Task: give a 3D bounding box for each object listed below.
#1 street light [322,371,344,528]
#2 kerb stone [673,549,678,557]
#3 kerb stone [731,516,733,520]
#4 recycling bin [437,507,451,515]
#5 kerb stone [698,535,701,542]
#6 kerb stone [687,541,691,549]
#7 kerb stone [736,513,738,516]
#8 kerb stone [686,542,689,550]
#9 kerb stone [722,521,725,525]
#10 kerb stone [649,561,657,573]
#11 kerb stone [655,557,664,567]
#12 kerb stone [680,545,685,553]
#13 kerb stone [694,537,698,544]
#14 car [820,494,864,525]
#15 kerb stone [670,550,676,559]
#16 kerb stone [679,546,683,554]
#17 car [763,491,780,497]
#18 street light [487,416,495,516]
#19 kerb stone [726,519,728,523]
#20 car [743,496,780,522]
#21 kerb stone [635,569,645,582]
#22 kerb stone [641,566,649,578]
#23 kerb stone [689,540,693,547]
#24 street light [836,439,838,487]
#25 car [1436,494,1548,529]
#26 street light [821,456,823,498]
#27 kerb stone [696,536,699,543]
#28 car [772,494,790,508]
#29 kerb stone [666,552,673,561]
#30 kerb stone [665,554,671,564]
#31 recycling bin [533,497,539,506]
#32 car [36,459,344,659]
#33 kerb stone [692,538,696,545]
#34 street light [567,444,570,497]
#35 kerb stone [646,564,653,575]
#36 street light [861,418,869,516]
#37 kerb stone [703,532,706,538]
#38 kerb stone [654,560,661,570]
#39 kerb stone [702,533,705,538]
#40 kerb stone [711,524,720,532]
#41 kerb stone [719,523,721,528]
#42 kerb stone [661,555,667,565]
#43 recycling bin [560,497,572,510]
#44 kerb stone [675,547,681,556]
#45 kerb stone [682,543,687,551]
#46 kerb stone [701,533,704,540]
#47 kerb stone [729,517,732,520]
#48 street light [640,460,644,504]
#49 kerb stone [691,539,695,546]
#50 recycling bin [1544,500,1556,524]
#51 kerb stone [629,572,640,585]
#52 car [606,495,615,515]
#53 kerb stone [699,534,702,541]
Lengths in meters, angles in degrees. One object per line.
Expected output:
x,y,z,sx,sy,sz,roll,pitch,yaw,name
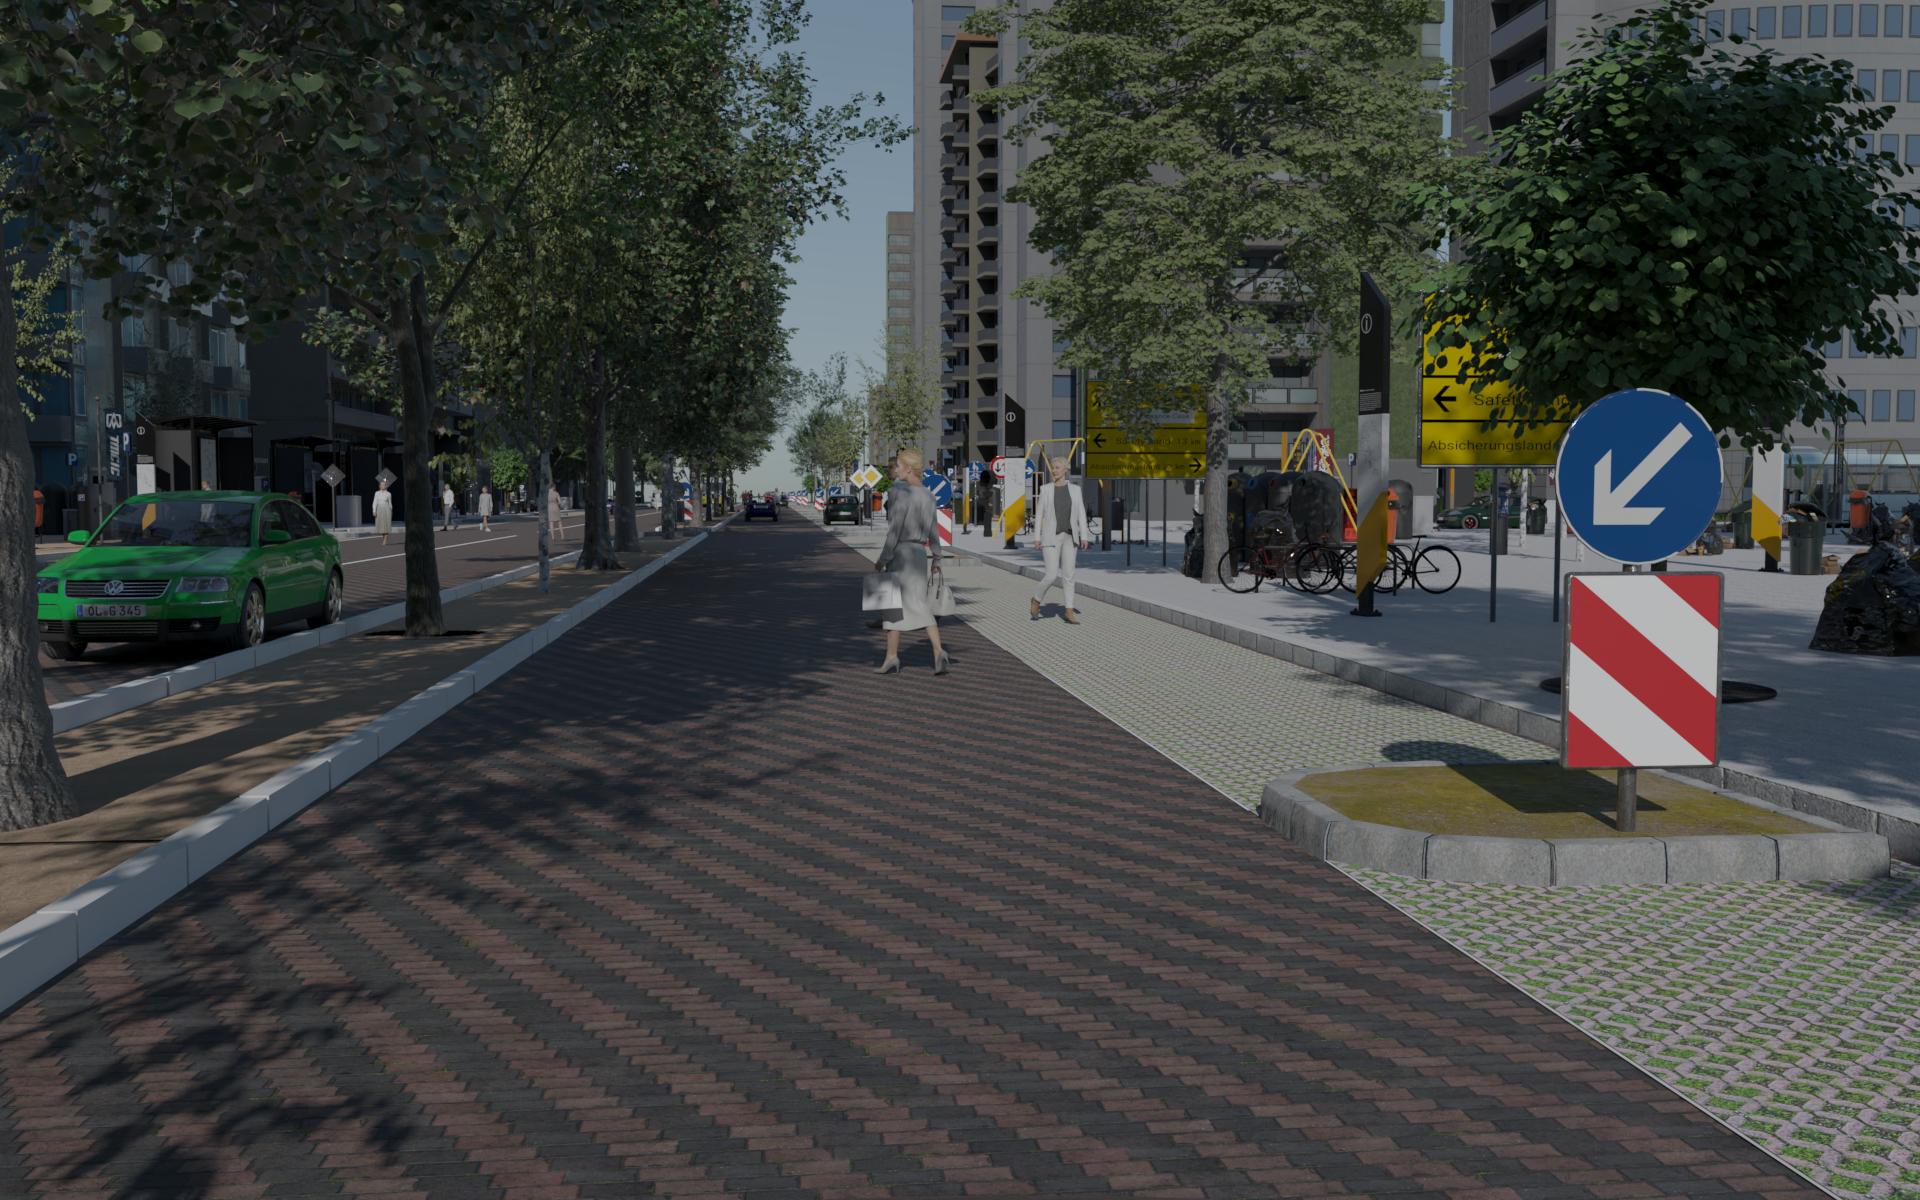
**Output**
-23.604,-5.660,65.328,0.468,5.910,1.993,0,4,-6,street light
-6.395,-0.992,38.415,0.120,0.150,1.000,0,4,-6,kerb stone
-12.143,-4.197,90.921,0.120,0.150,1.000,0,4,-6,kerb stone
-31.730,-5.748,106.535,0.722,1.027,0.722,-2,4,-29,recycling bin
-7.732,-1.740,50.644,0.120,0.150,1.000,0,4,-6,kerb stone
-7.061,-1.366,44.528,0.120,0.150,1.000,0,4,-6,kerb stone
-13.594,-5.010,104.167,0.120,0.150,1.000,0,4,-6,kerb stone
-6.947,-1.303,43.507,0.120,0.150,1.000,0,4,-6,kerb stone
-10.460,-3.269,75.638,0.120,0.150,1.000,0,4,-6,kerb stone
-5.606,-0.556,31.288,0.120,0.150,1.000,0,4,-6,kerb stone
-5.843,-0.676,33.324,0.120,0.150,1.000,0,4,-6,kerb stone
-6.728,-1.172,41.468,0.120,0.150,1.000,0,4,-6,kerb stone
-7.505,-1.614,48.612,0.120,0.150,1.000,0,4,-6,kerb stone
-5.418,-4.295,80.004,2.009,1.686,4.222,0,4,-7,car
-6.283,-0.930,37.399,0.120,0.150,1.000,0,4,-6,kerb stone
-6.620,-1.112,40.448,0.120,0.150,1.000,0,4,-6,kerb stone
-22.063,-11.962,204.253,2.281,1.827,5.304,0,4,-8,car
-27.902,-7.985,103.335,0.468,5.910,1.993,0,4,-6,street light
-11.026,-3.581,80.741,0.120,0.150,1.000,0,4,-6,kerb stone
-10.496,-4.835,91.630,1.945,1.354,3.894,0,4,-5,car
-5.269,-0.368,28.214,0.120,0.150,1.000,0,4,-6,kerb stone
-5.389,-0.431,29.241,0.120,0.150,1.000,0,4,-6,kerb stone
-7.173,-1.423,45.551,0.120,0.150,1.000,0,4,-6,kerb stone
-10.074,-10.312,141.385,0.468,5.910,1.993,0,4,-6,street light
20.641,-3.509,67.153,4.222,1.686,2.009,0,4,-6,car
-14.284,-12.664,179.847,0.468,5.910,1.993,0,4,-6,street light
-7.622,-1.678,49.627,0.120,0.150,1.000,0,4,-6,kerb stone
-18.074,-10.017,173.561,2.009,1.686,4.222,0,4,-5,car
-6.167,-0.866,36.381,0.120,0.150,1.000,0,4,-6,kerb stone
-6.050,-0.806,35.366,0.120,0.150,1.000,0,4,-6,kerb stone
-33.420,-7.637,137.425,0.722,1.027,0.722,-3,5,-42,recycling bin
-7.219,-0.473,16.525,1.959,1.807,4.718,0,4,-6,car
-7.396,-1.551,47.596,0.120,0.150,1.000,0,4,-6,kerb stone
-32.099,-10.338,141.815,0.468,5.910,1.993,0,4,-6,street light
-5.503,-0.484,30.263,0.120,0.150,1.000,0,4,-6,kerb stone
-5.722,-7.988,103.383,0.468,5.910,1.993,0,4,-6,street light
-8.182,-1.987,54.716,0.120,0.150,1.000,0,4,-6,kerb stone
-5.725,-0.614,32.303,0.120,0.150,1.000,0,4,-6,kerb stone
-8.061,-1.927,53.700,0.120,0.150,1.000,0,4,-6,kerb stone
-9.685,-2.829,68.502,0.120,0.150,1.000,0,4,-6,kerb stone
-9.903,-2.953,70.534,0.120,0.150,1.000,0,4,-6,kerb stone
-5.960,-0.743,34.347,0.120,0.150,1.000,0,4,-6,kerb stone
-31.643,-7.740,139.096,0.722,1.027,0.722,-3,5,-45,recycling bin
-6.507,-1.054,39.432,0.120,0.150,1.000,0,4,-6,kerb stone
-6.838,-1.237,42.484,0.120,0.150,1.000,0,4,-6,kerb stone
-7.954,-1.865,52.684,0.120,0.150,1.000,0,4,-6,kerb stone
-11.911,-4.079,88.884,0.120,0.150,1.000,0,4,-6,kerb stone
-41.095,-15.369,224.072,0.468,5.910,1.993,0,4,-6,street light
-7.288,-1.491,46.571,0.120,0.150,1.000,0,4,-6,kerb stone
25.203,-3.751,73.890,0.722,1.027,0.722,1,4,9,recycling bin
-5.167,-0.306,27.197,0.120,0.150,1.000,0,4,-6,kerb stone
-24.782,-6.606,120.596,1.945,1.354,3.894,0,4,-5,car
-7.843,-1.802,51.660,0.120,0.150,1.000,0,4,-6,kerb stone
